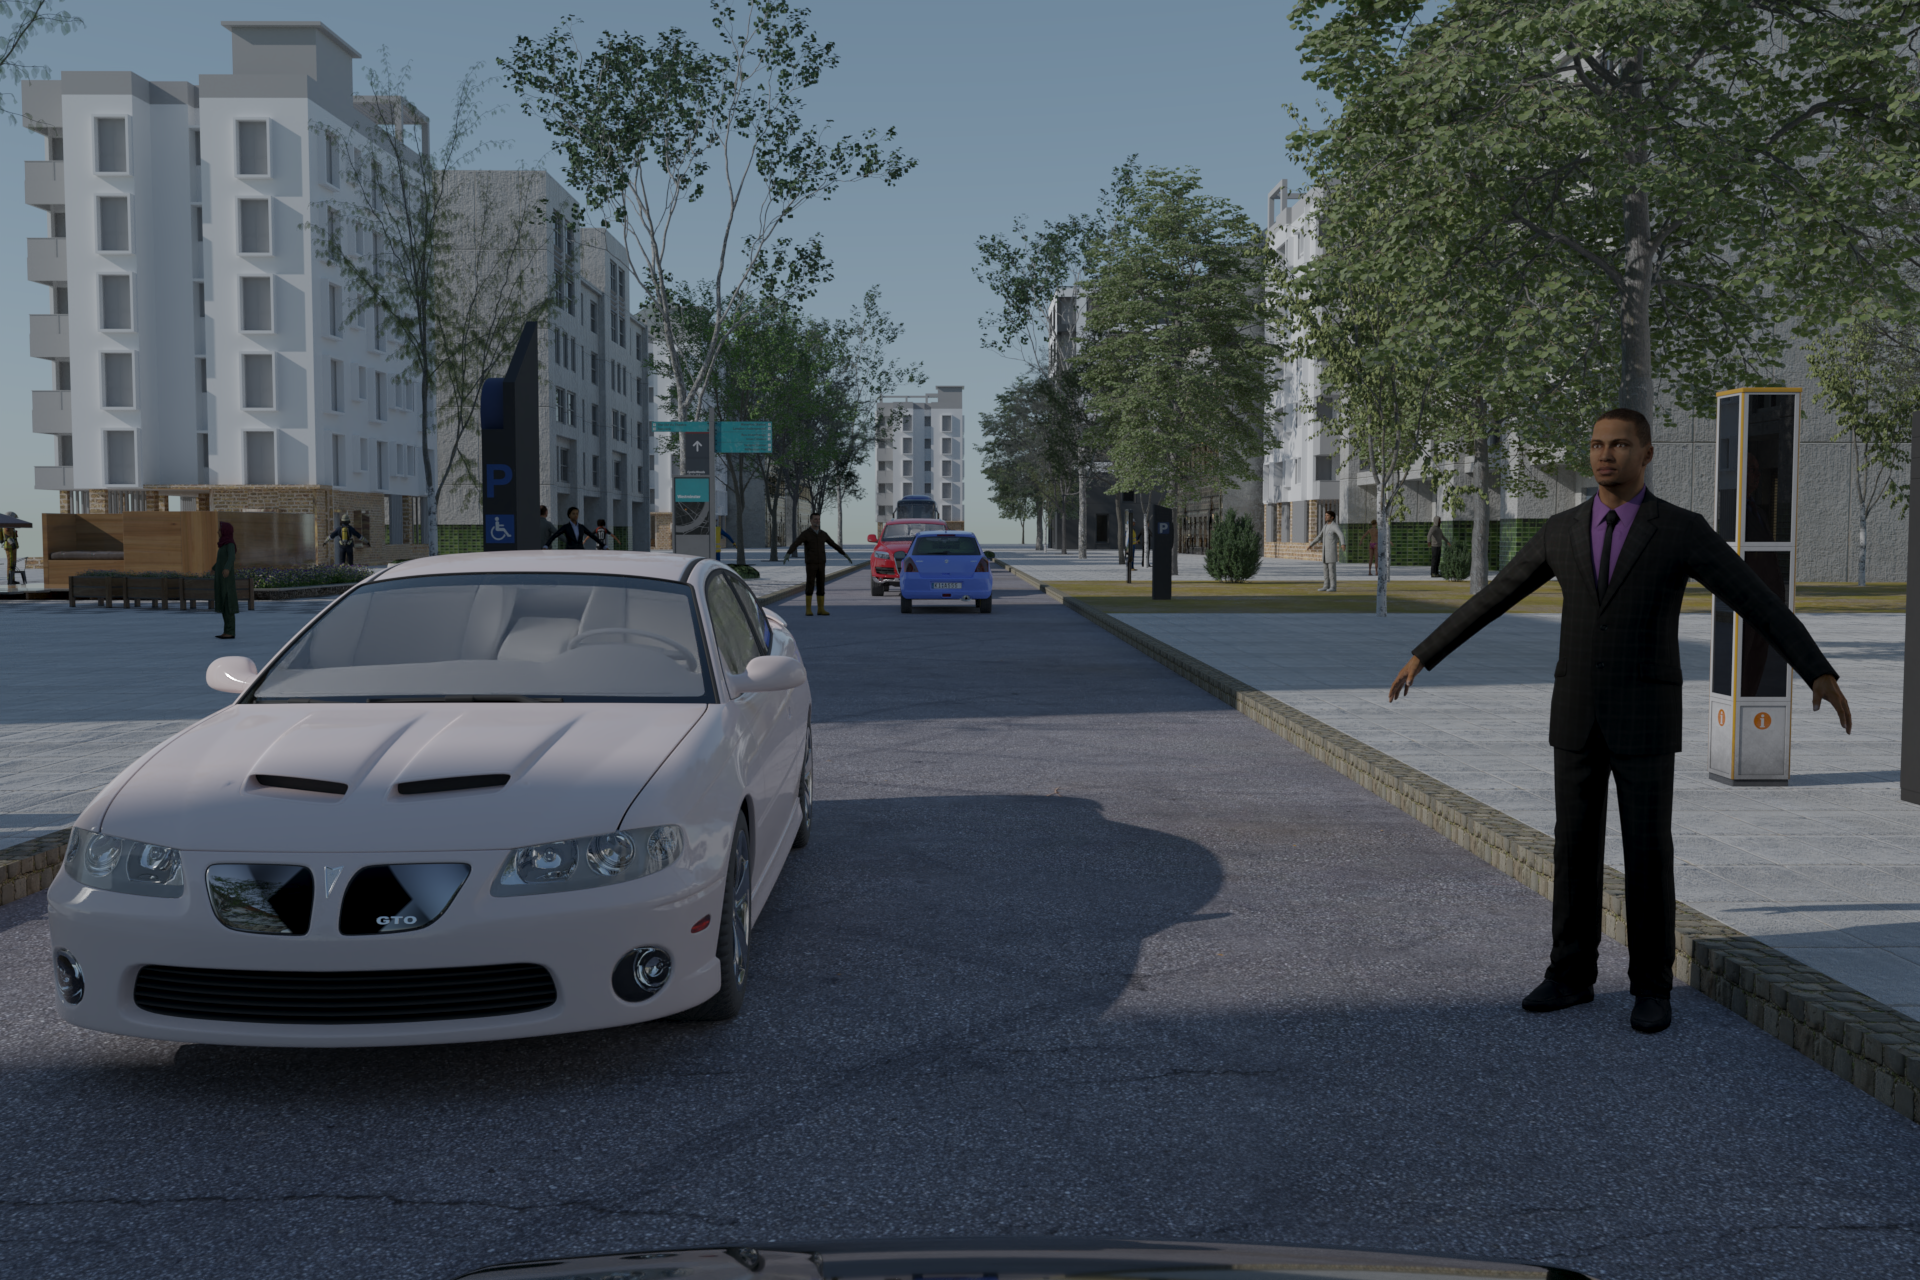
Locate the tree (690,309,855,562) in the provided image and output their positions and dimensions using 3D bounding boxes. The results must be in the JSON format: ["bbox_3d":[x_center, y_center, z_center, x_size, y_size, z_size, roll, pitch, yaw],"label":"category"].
[{"bbox_3d":[-8.742,-9.457,80.378,9.928,11.665,9.643,0,3,0],"label":"tree"}]

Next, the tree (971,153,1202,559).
[{"bbox_3d":[6.526,-14.196,87.989,12.611,20.169,13.585,0,3,0],"label":"tree"}]

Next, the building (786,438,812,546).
[{"bbox_3d":[-26.655,-22.222,194.261,19.493,23.208,18.063,0,4,0],"label":"building"}]

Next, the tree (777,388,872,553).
[{"bbox_3d":[-9.486,-11.749,117.849,9.928,11.665,9.643,0,3,0],"label":"tree"}]

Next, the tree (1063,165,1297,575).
[{"bbox_3d":[6.841,-8.310,53.996,7.486,12.596,7.792,0,3,0],"label":"tree"}]

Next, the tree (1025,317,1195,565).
[{"bbox_3d":[6.506,-8.455,72.650,7.601,10.594,8.767,1,4,19],"label":"tree"}]

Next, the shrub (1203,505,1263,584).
[{"bbox_3d":[7.085,-2.479,44.958,1.690,2.028,1.600,0,3,0],"label":"shrub"}]

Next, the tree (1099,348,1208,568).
[{"bbox_3d":[7.028,-7.042,65.492,4.360,8.622,3.978,0,3,0],"label":"tree"}]

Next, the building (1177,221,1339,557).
[{"bbox_3d":[23.869,-16.863,106.639,19.493,23.208,18.063,0,4,-1],"label":"building"}]

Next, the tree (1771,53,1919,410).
[{"bbox_3d":[21.235,-7.555,33.890,12.009,13.543,11.850,0,3,0],"label":"tree"}]

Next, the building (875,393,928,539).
[{"bbox_3d":[-10.621,-22.386,224.885,11.380,20.090,16.016,0,4,2],"label":"building"}]

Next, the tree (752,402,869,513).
[{"bbox_3d":[-9.084,-10.543,106.790,7.601,10.594,8.767,2,4,25],"label":"tree"}]

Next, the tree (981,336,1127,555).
[{"bbox_3d":[6.399,-12.080,107.880,12.009,13.543,11.850,0,3,0],"label":"tree"}]

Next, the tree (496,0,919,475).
[{"bbox_3d":[-8.121,-12.204,55.426,12.611,20.169,13.585,0,3,0],"label":"tree"}]

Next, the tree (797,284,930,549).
[{"bbox_3d":[-8.707,-16.898,132.163,12.611,20.169,13.585,0,3,0],"label":"tree"}]

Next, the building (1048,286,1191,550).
[{"bbox_3d":[21.905,-19.281,159.222,27.936,21.610,32.646,0,4,0],"label":"building"}]

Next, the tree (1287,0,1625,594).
[{"bbox_3d":[10.674,-7.246,36.601,7.486,12.596,7.792,0,3,0],"label":"tree"}]

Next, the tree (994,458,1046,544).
[{"bbox_3d":[7.919,-18.009,220.202,9.928,11.665,9.643,0,3,0],"label":"tree"}]

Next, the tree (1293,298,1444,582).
[{"bbox_3d":[11.146,-5.834,45.744,4.737,8.622,4.395,0,3,0],"label":"tree"}]

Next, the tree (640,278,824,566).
[{"bbox_3d":[-9.048,-8.860,70.619,9.928,11.665,9.643,0,3,0],"label":"tree"}]

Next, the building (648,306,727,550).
[{"bbox_3d":[-26.062,-17.644,144.907,16.016,20.090,11.380,0,4,-1],"label":"building"}]

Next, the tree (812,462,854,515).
[{"bbox_3d":[-18.358,-18.986,220.785,12.009,13.543,11.850,0,3,0],"label":"tree"}]

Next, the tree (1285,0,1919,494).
[{"bbox_3d":[6.554,-6.032,16.756,7.486,12.596,7.792,0,3,0],"label":"tree"}]

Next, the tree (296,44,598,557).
[{"bbox_3d":[-8.516,-4.691,27.058,4.360,8.622,3.978,0,3,0],"label":"tree"}]

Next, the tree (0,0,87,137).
[{"bbox_3d":[-9.017,-3.775,12.085,4.360,8.622,3.978,0,3,0],"label":"tree"}]

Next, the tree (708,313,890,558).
[{"bbox_3d":[-9.016,-11.228,93.950,12.009,13.543,11.850,0,3,0],"label":"tree"}]

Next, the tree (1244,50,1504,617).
[{"bbox_3d":[6.472,-4.653,26.437,4.737,8.622,4.395,0,3,0],"label":"tree"}]

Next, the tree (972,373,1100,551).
[{"bbox_3d":[6.046,-13.875,133.505,9.857,13.997,8.962,0,3,0],"label":"tree"}]

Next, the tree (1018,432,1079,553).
[{"bbox_3d":[5.620,-10.261,118.122,4.360,8.622,3.978,0,3,0],"label":"tree"}]

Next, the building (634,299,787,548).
[{"bbox_3d":[-27.116,-20.629,168.216,19.493,23.208,18.063,0,3,0],"label":"building"}]

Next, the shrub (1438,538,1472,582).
[{"bbox_3d":[13.292,-2.159,46.409,1.383,1.207,1.383,0,3,0],"label":"shrub"}]

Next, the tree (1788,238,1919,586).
[{"bbox_3d":[22.334,-5.621,42.262,4.737,8.622,4.395,0,3,0],"label":"tree"}]
